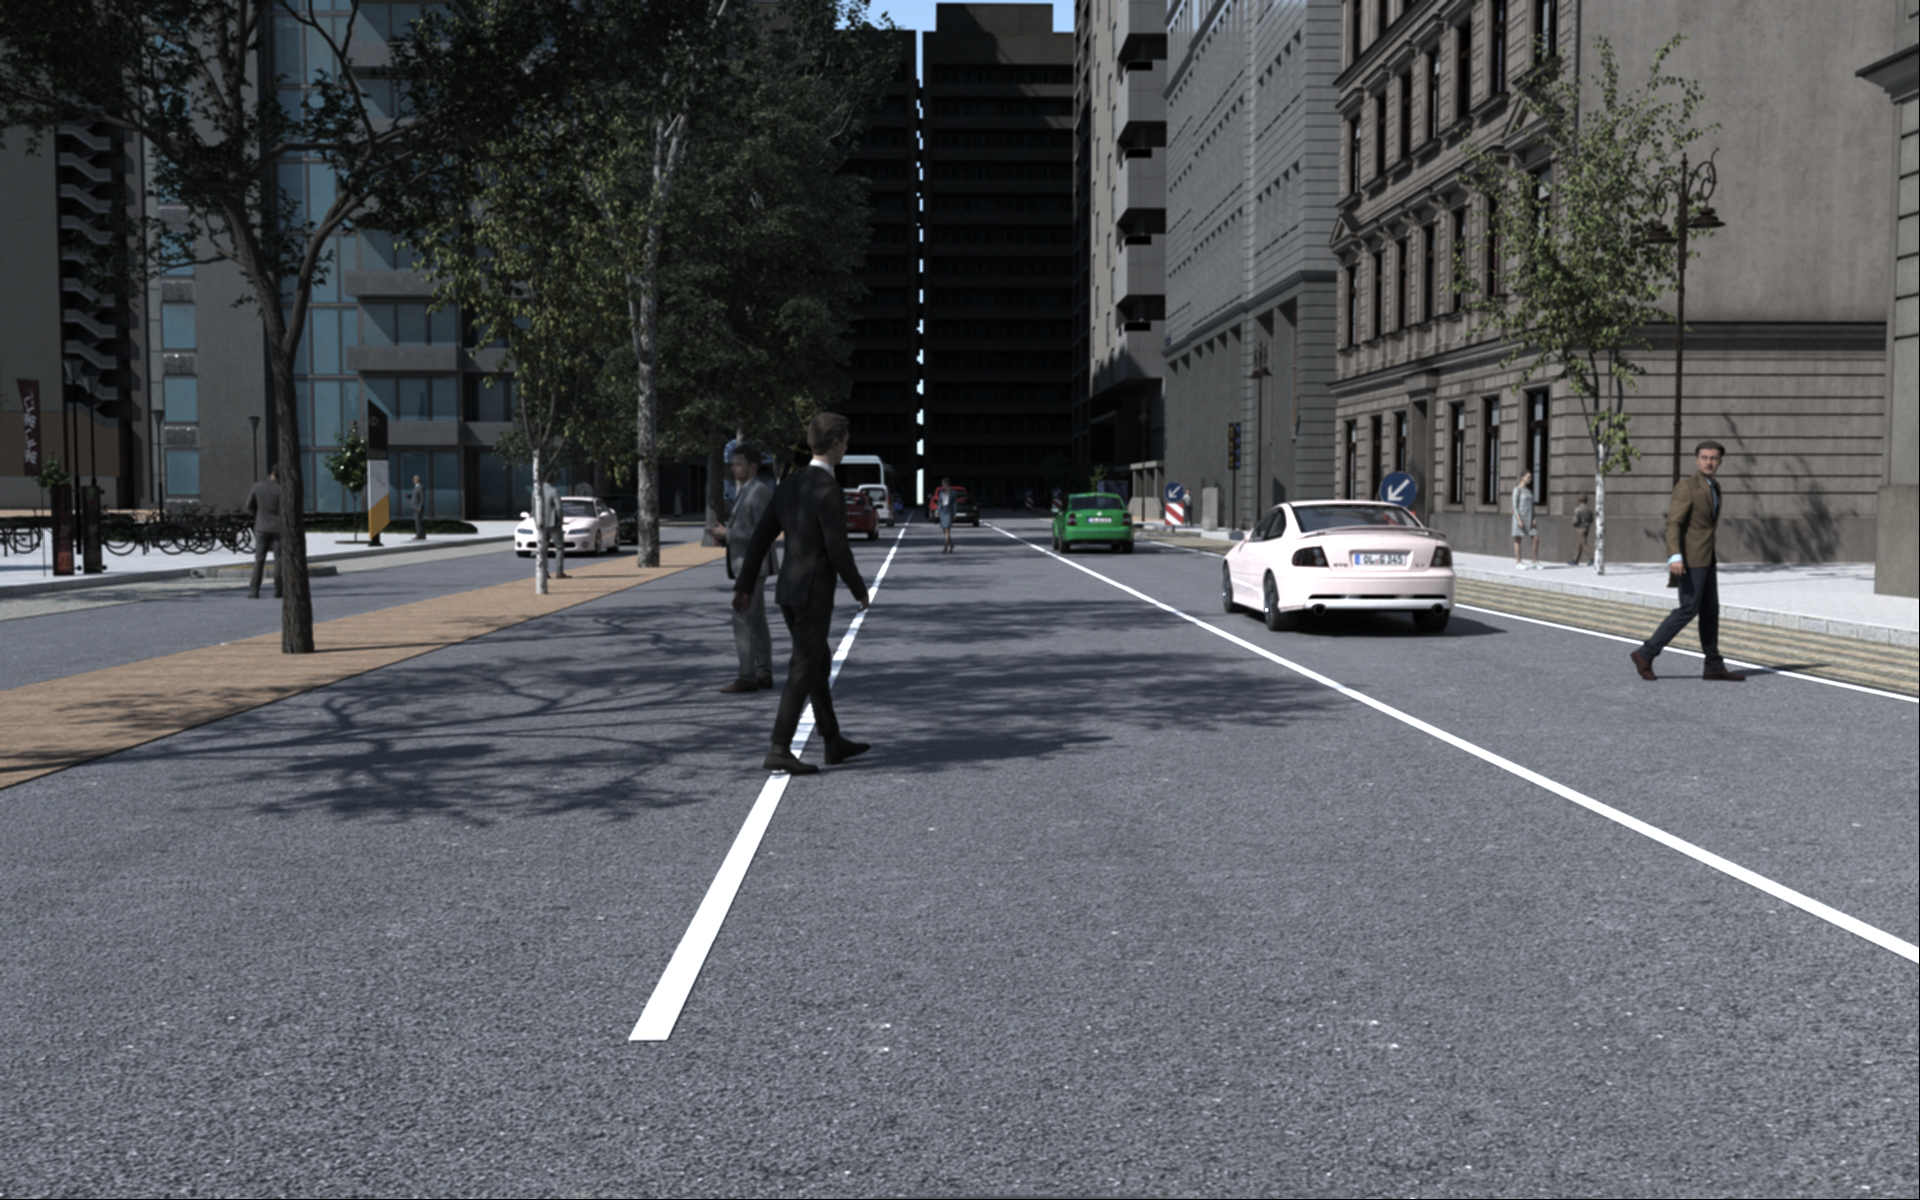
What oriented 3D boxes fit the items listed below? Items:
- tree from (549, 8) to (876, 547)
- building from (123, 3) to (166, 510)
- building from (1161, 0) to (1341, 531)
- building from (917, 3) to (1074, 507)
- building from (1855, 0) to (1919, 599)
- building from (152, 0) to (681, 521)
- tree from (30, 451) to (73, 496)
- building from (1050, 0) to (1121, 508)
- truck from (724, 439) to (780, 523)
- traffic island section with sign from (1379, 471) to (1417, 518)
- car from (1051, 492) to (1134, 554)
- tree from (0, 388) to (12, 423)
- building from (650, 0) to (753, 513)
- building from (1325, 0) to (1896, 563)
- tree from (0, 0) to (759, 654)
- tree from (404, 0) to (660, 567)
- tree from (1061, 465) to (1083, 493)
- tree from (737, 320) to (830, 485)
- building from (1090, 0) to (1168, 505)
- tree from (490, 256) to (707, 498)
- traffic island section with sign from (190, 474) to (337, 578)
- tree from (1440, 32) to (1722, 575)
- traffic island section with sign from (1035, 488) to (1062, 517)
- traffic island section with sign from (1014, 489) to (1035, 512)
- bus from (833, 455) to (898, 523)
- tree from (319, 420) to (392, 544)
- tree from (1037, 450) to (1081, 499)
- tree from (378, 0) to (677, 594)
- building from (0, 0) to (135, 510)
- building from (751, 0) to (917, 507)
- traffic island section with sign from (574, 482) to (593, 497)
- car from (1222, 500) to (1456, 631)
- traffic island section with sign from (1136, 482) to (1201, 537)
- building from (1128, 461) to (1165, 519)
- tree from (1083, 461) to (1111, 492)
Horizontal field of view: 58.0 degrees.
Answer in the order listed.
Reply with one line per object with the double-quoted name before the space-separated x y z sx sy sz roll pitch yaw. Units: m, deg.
"tree" -6.689 -8.416 46.710 9.857 13.997 8.962 0 3 0
"building" -61.090 -28.401 147.943 14.086 41.232 14.154 0 4 -1
"building" 15.294 -17.646 65.998 11.434 29.767 29.804 0 4 -1
"building" 6.720 -33.781 176.016 21.600 48.544 21.300 0 4 -1
"building" 26.128 -11.090 14.603 30.059 22.955 16.112 0 4 -1
"building" -28.586 -29.063 94.787 23.786 49.044 30.456 0 4 -1
"tree" -40.387 -5.058 77.295 1.663 3.219 1.824 0 3 0
"building" 18.342 -43.160 143.919 20.563 71.187 20.611 0 4 -1
"truck" -10.270 -6.190 90.968 2.967 4.110 18.799 0 4 -1
"traffic island section with sign" 7.572 -1.380 31.190 1.989 1.847 2.006 0 4 -1
"car" 3.273 -2.098 43.105 1.959 1.807 4.718 0 4 0
"tree" -45.038 -7.769 77.380 4.360 8.622 3.978 0 3 0
"building" -28.420 -43.159 143.893 20.611 71.187 20.563 0 4 -1
"building" 15.619 -10.772 40.757 10.561 19.102 19.286 0 4 -1
"tree" -5.925 -4.814 15.575 8.767 10.594 7.601 0 4 -1
"tree" -7.300 -10.742 33.982 12.611 20.169 13.585 0 3 0
"tree" 7.905 -7.490 117.069 1.663 3.219 1.824 0 3 0
"tree" -7.036 -7.020 67.597 4.737 8.622 4.395 0 3 0
"building" 23.695 -32.437 119.577 28.713 52.752 27.495 0 4 -1
"tree" -15.633 -9.679 75.258 9.611 12.733 9.660 0 3 0
"traffic island section with sign" -12.033 -1.318 30.185 1.989 1.847 2.006 0 4 -1
"tree" 9.875 -4.691 27.059 4.737 8.622 4.395 0 3 0
"traffic island section with sign" 5.867 -6.063 107.750 1.989 1.847 2.006 0 4 -1
"traffic island section with sign" 5.257 -7.760 135.503 1.989 1.847 2.006 0 4 -1
"bus" -4.901 -5.788 89.493 2.948 3.499 13.247 0 4 0
"tree" -15.630 -3.089 45.110 1.663 3.219 1.824 0 3 0
"tree" 7.328 -8.832 128.124 4.285 4.588 4.351 0 3 0
"tree" -5.912 -4.365 24.187 4.737 8.622 4.395 0 3 0
"building" -75.571 -30.374 146.730 14.200 45.320 14.600 0 4 -1
"building" -14.865 -33.724 175.083 21.600 48.544 21.300 0 4 -1
"traffic island section with sign" -12.665 -3.026 58.106 1.989 1.847 2.006 0 4 -1
"car" 4.140 -0.434 19.453 2.083 1.381 4.827 0 4 0
"traffic island section with sign" 6.972 -3.028 58.138 1.989 1.847 2.006 0 4 -1
"building" 26.078 -24.589 93.909 32.217 40.220 23.993 0 4 -1
"tree" 8.443 -6.600 102.517 1.663 3.219 1.824 0 3 0
